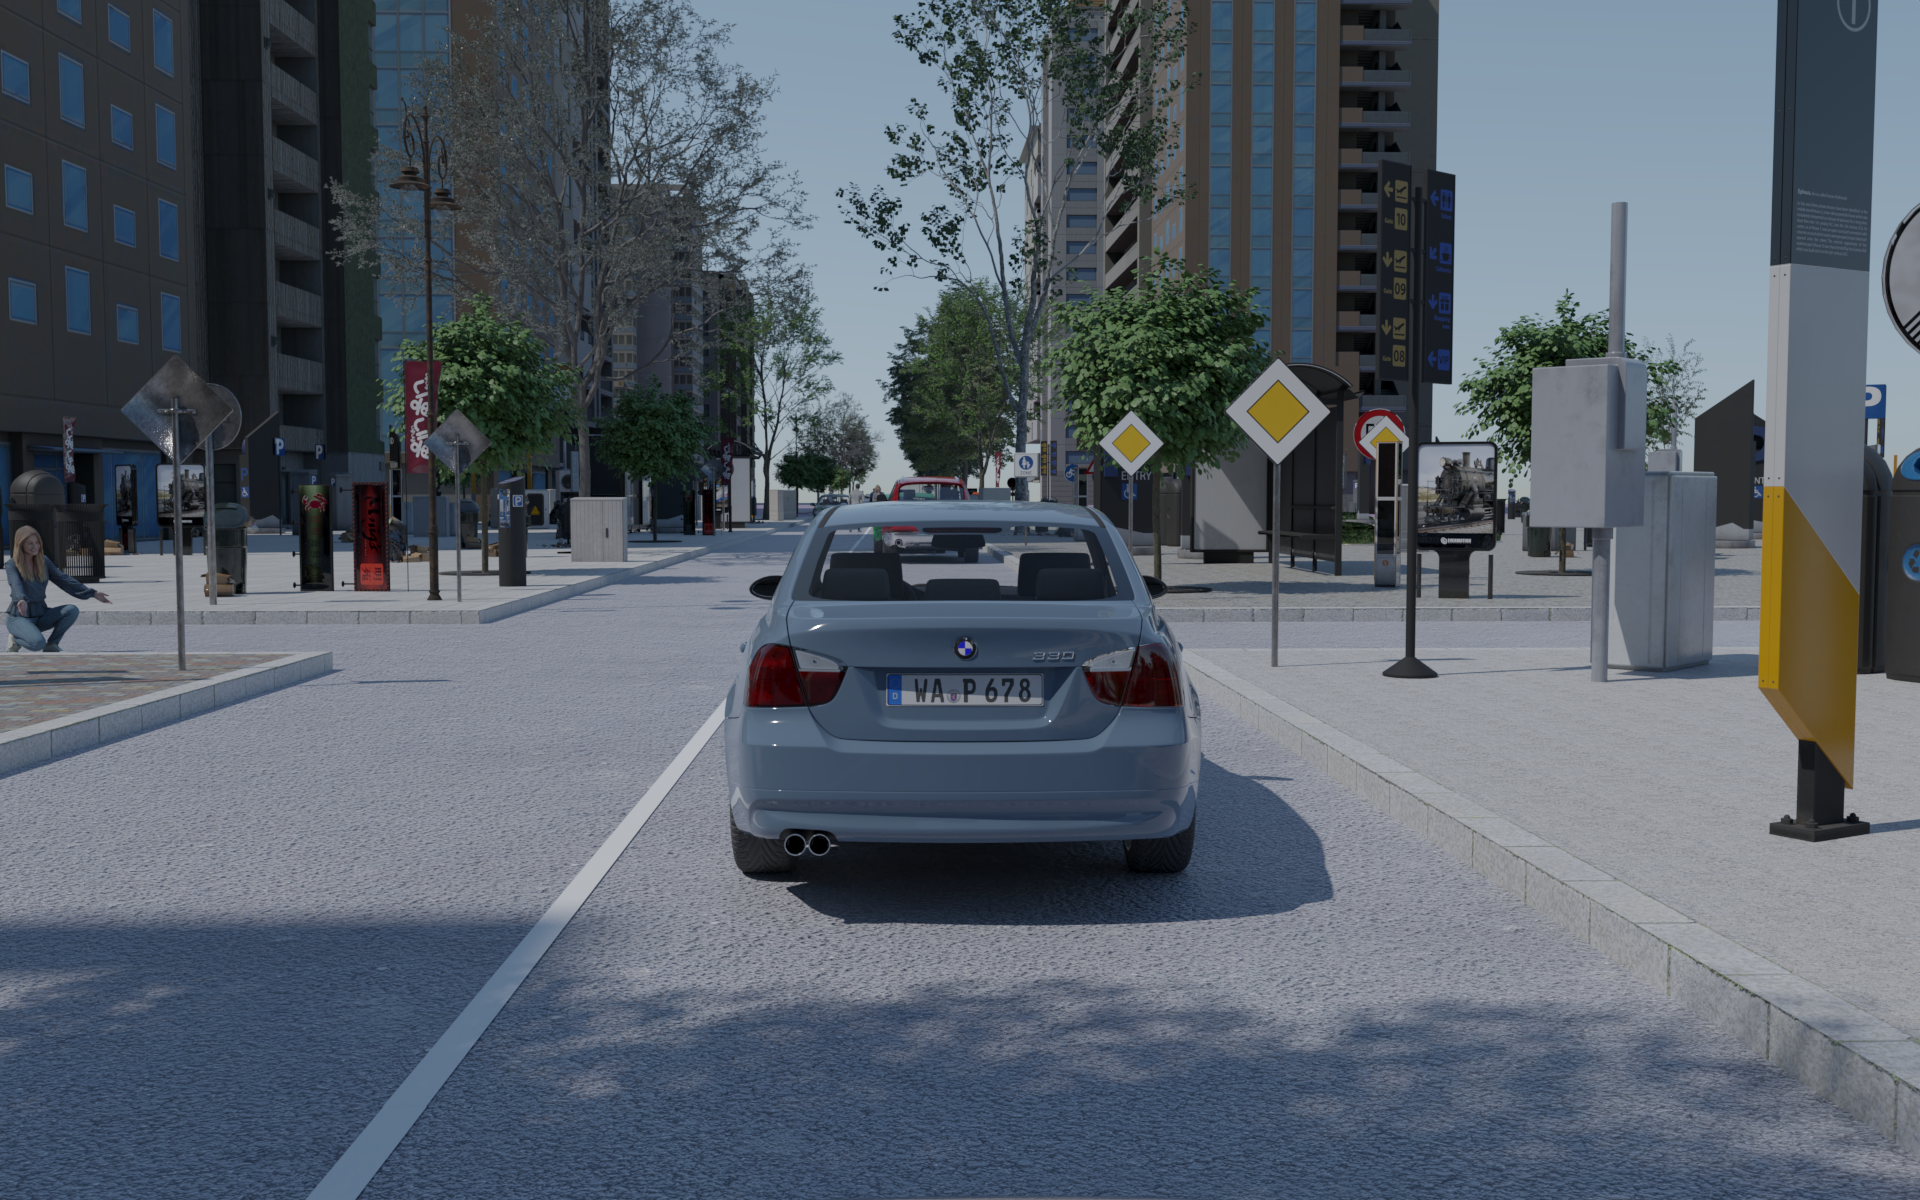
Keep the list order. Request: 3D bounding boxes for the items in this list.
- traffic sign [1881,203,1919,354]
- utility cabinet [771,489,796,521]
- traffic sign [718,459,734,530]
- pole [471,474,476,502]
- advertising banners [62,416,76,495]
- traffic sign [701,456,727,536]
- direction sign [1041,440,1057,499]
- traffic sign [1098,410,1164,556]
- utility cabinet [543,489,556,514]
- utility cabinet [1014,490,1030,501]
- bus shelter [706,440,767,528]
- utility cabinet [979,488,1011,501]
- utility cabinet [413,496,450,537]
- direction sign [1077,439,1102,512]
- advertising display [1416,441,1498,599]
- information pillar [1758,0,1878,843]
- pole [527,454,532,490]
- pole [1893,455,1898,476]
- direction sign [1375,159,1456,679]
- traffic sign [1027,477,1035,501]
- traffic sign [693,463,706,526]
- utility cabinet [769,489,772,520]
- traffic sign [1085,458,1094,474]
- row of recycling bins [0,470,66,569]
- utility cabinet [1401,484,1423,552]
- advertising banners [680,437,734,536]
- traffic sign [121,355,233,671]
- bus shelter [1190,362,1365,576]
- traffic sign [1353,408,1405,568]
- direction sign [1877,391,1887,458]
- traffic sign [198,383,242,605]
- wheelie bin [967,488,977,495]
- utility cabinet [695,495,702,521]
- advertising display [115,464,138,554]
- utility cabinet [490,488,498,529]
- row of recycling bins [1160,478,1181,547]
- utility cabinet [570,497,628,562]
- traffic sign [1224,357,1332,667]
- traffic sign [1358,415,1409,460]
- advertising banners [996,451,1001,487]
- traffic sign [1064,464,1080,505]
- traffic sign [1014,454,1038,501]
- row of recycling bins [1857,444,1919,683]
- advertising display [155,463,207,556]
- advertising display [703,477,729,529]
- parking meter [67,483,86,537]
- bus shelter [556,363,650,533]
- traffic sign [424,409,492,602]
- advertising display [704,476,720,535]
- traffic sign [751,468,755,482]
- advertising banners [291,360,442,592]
[{"bbox_3d":[4.153,-0.432,7.173,0.768,2.556,0.104,0,4,0],"label":"traffic sign"},{"bbox_3d":[-8.818,-4.817,87.439,1.173,1.500,0.318,-3,5,-42],"label":"utility cabinet"},{"bbox_3d":[-8.399,-3.753,61.470,0.768,2.556,0.104,0,4,-2],"label":"traffic sign"},{"bbox_3d":[-19.014,-4.515,67.658,0.158,3.312,0.155,0,3,0],"label":"pole"},{"bbox_3d":[-20.127,-2.576,38.308,0.090,3.025,2.074,0,4,6],"label":"advertising banners"},{"bbox_3d":[-7.465,-3.141,52.538,0.795,2.450,0.064,0,4,1],"label":"traffic sign"},{"bbox_3d":[3.764,-4.985,73.497,0.876,3.537,0.379,3,5,43],"label":"direction sign"},{"bbox_3d":[2.046,-1.048,20.783,0.795,2.450,0.064,0,4,-2],"label":"traffic sign"},{"bbox_3d":[-19.097,-4.370,80.127,0.318,1.500,1.173,-3,4,-39],"label":"utility cabinet"},{"bbox_3d":[3.349,-5.210,93.861,0.318,1.500,1.173,2,4,31],"label":"utility cabinet"},{"bbox_3d":[-8.673,-4.482,67.209,2.014,3.302,5.546,0,4,-2],"label":"bus shelter"},{"bbox_3d":[1.214,-3.200,60.993,1.173,1.500,0.318,-2,4,-32],"label":"utility cabinet"},{"bbox_3d":[-15.839,-2.492,51.904,1.020,1.237,0.306,0,4,6],"label":"utility cabinet"},{"bbox_3d":[2.517,-2.388,31.038,0.876,3.537,0.379,1,4,18],"label":"direction sign"},{"bbox_3d":[6.075,-0.981,21.245,0.974,1.923,0.123,1,4,21],"label":"advertising display"},{"bbox_3d":[3.172,-0.919,6.383,0.504,3.616,0.183,-2,4,-30],"label":"information pillar"},{"bbox_3d":[-16.091,-4.336,64.744,0.158,3.312,0.155,0,3,0],"label":"pole"},{"bbox_3d":[48.703,-5.895,90.234,0.158,3.312,0.155,0,3,0],"label":"pole"},{"bbox_3d":[3.169,-1.229,12.093,0.876,3.537,0.379,-3,5,-41],"label":"direction sign"},{"bbox_3d":[2.826,-4.427,72.495,0.768,2.556,0.104,0,4,1],"label":"traffic sign"},{"bbox_3d":[-10.732,-4.308,70.541,0.768,2.556,0.104,0,4,3],"label":"traffic sign"},{"bbox_3d":[-10.149,-5.213,93.918,0.318,1.500,1.173,0,4,5],"label":"utility cabinet"},{"bbox_3d":[3.789,-2.845,46.514,0.884,2.594,0.081,0,4,3],"label":"traffic sign"},{"bbox_3d":[-17.185,-1.365,29.437,3.534,1.692,1.069,-2,4,-28],"label":"row of recycling bins"},{"bbox_3d":[9.756,-1.804,38.180,1.173,1.500,0.318,-1,4,-16],"label":"utility cabinet"},{"bbox_3d":[-7.828,-3.520,53.732,2.074,3.025,0.090,2,4,29],"label":"advertising banners"},{"bbox_3d":[-5.655,-0.544,12.536,0.795,2.450,0.064,0,4,-2],"label":"traffic sign"},{"bbox_3d":[5.123,-2.172,29.436,2.014,3.302,5.546,0,4,-2],"label":"bus shelter"},{"bbox_3d":[6.242,-1.576,25.879,0.768,2.556,0.104,0,4,2],"label":"traffic sign"},{"bbox_3d":[19.970,-2.789,37.604,0.379,3.537,0.876,1,4,19],"label":"direction sign"},{"bbox_3d":[-8.652,-1.216,19.991,0.768,2.556,0.104,0,4,8],"label":"traffic sign"},{"bbox_3d":[0.635,-5.159,92.259,0.980,1.594,0.693,0,3,0],"label":"wheelie bin"},{"bbox_3d":[-13.150,-4.696,87.935,0.306,1.237,1.020,1,4,17],"label":"utility cabinet"},{"bbox_3d":[-18.105,-1.983,37.630,0.974,1.923,0.123,3,5,45],"label":"advertising display"},{"bbox_3d":[-16.722,-3.334,63.197,0.318,1.500,1.173,-3,5,-44],"label":"utility cabinet"},{"bbox_3d":[5.737,-2.136,42.030,1.069,1.692,3.534,-2,4,-26],"label":"row of recycling bins"},{"bbox_3d":[-6.831,-1.322,32.777,1.020,1.237,0.306,0,4,6],"label":"utility cabinet"},{"bbox_3d":[2.334,-0.560,12.803,0.795,2.450,0.064,0,4,-2],"label":"traffic sign"},{"bbox_3d":[6.243,-1.485,25.465,0.795,2.450,0.064,0,4,3],"label":"traffic sign"},{"bbox_3d":[1.275,-4.635,71.963,0.090,3.025,2.074,-1,4,-22],"label":"advertising banners"},{"bbox_3d":[4.788,-4.477,73.307,0.768,2.556,0.104,0,4,4],"label":"traffic sign"},{"bbox_3d":[1.639,-2.503,43.046,0.606,2.300,0.079,0,4,4],"label":"traffic sign"},{"bbox_3d":[6.954,-0.267,11.473,1.069,1.692,3.534,-1,4,-23],"label":"row of recycling bins"},{"bbox_3d":[-16.241,-1.892,36.155,0.974,1.923,0.123,-1,4,-13],"label":"advertising display"},{"bbox_3d":[-8.916,-3.554,63.324,0.974,1.923,0.123,1,4,10],"label":"advertising display"},{"bbox_3d":[-19.713,-1.850,38.663,0.372,1.533,0.369,0,3,0],"label":"parking meter"},{"bbox_3d":[-11.483,-4.786,55.886,2.179,5.291,8.768,0,4,-2],"label":"bus shelter"},{"bbox_3d":[-5.944,-1.032,20.516,0.795,2.450,0.064,0,4,-2],"label":"traffic sign"},{"bbox_3d":[-7.880,-3.043,54.969,0.123,1.923,0.974,-1,4,-19],"label":"advertising display"},{"bbox_3d":[-9.774,-4.851,79.416,0.768,2.556,0.104,0,4,7],"label":"traffic sign"},{"bbox_3d":[-7.760,-1.621,22.696,2.074,3.025,0.090,0,4,5],"label":"advertising banners"}]
